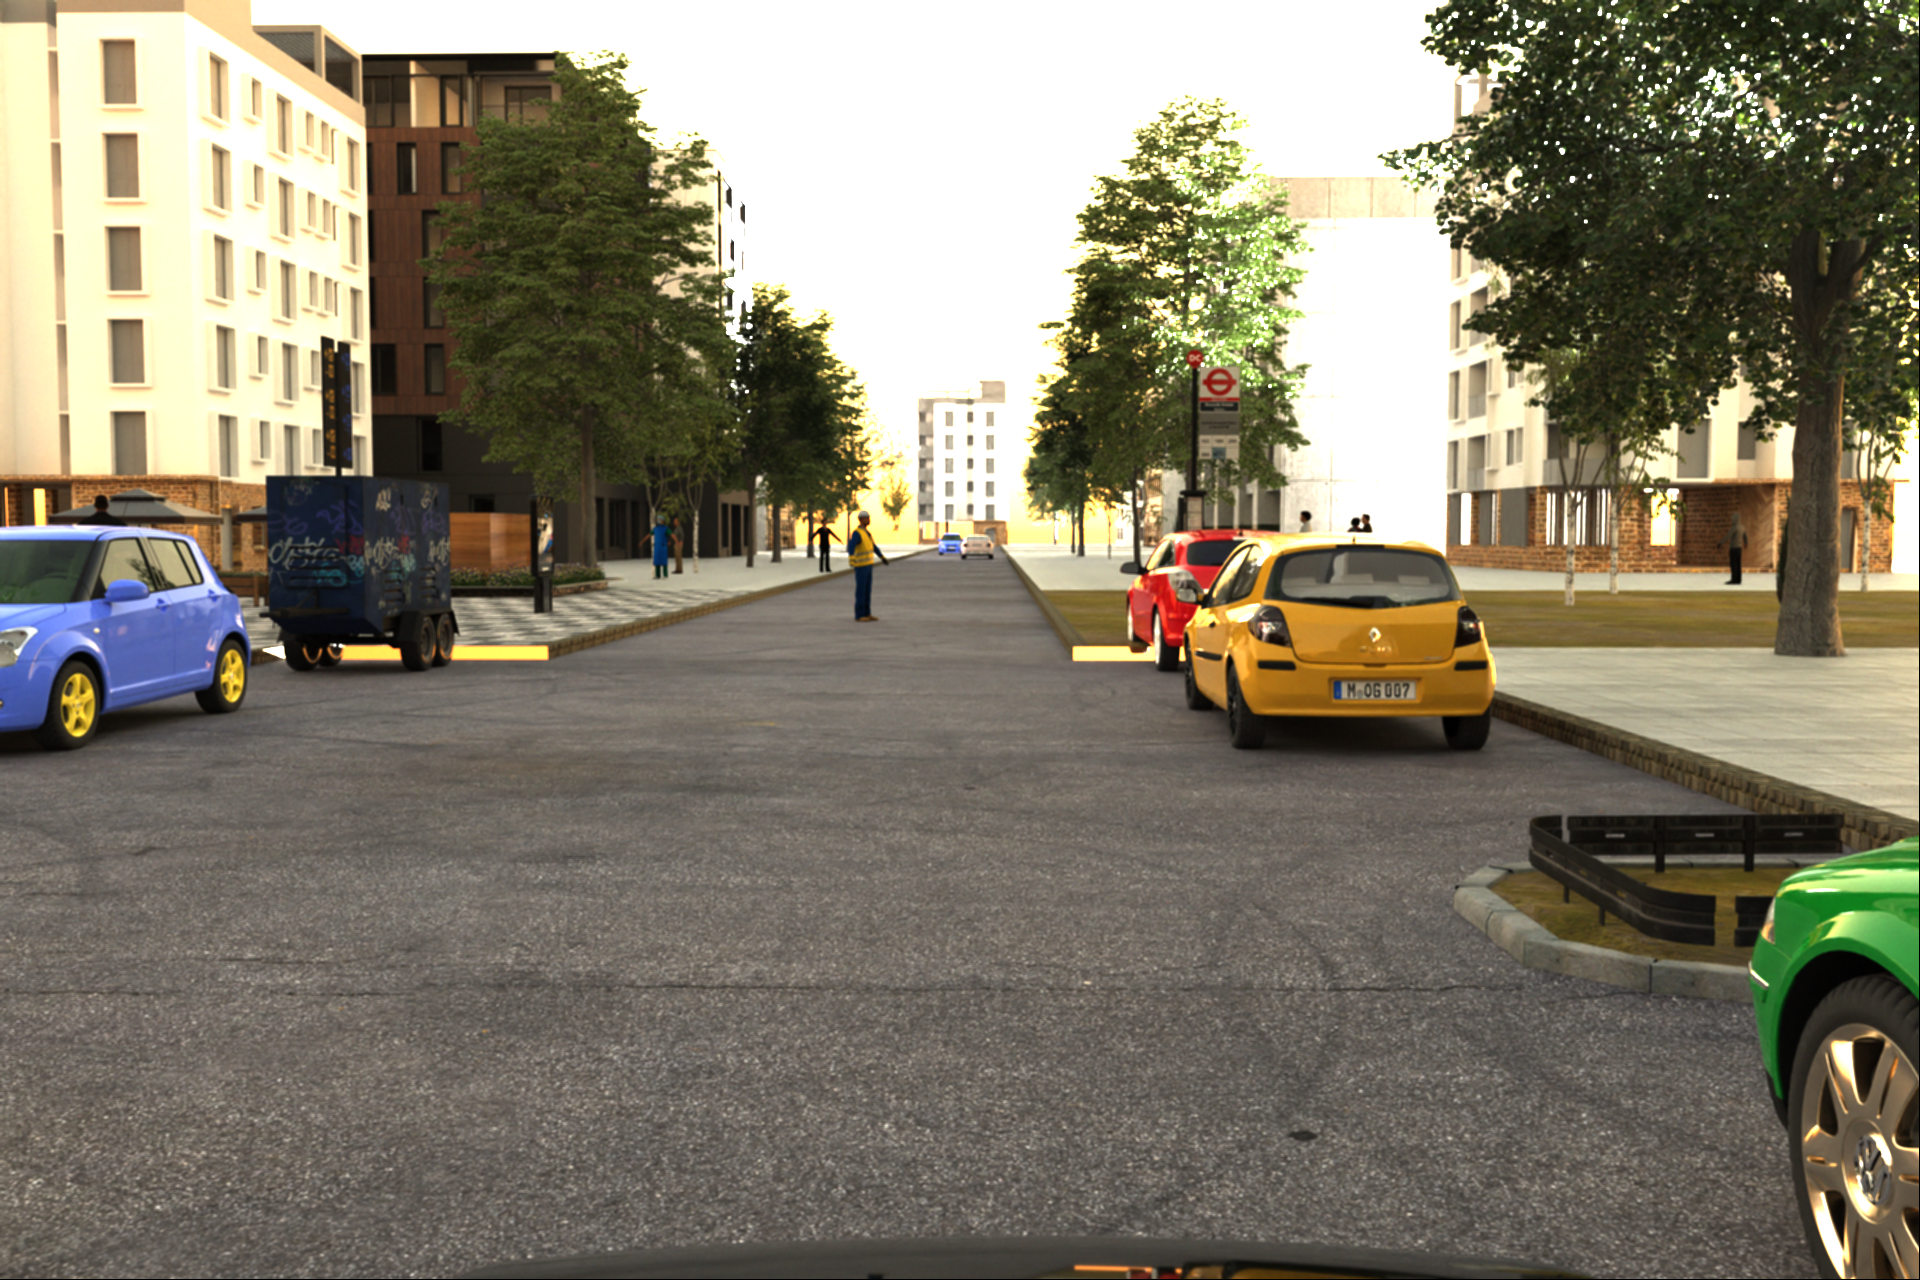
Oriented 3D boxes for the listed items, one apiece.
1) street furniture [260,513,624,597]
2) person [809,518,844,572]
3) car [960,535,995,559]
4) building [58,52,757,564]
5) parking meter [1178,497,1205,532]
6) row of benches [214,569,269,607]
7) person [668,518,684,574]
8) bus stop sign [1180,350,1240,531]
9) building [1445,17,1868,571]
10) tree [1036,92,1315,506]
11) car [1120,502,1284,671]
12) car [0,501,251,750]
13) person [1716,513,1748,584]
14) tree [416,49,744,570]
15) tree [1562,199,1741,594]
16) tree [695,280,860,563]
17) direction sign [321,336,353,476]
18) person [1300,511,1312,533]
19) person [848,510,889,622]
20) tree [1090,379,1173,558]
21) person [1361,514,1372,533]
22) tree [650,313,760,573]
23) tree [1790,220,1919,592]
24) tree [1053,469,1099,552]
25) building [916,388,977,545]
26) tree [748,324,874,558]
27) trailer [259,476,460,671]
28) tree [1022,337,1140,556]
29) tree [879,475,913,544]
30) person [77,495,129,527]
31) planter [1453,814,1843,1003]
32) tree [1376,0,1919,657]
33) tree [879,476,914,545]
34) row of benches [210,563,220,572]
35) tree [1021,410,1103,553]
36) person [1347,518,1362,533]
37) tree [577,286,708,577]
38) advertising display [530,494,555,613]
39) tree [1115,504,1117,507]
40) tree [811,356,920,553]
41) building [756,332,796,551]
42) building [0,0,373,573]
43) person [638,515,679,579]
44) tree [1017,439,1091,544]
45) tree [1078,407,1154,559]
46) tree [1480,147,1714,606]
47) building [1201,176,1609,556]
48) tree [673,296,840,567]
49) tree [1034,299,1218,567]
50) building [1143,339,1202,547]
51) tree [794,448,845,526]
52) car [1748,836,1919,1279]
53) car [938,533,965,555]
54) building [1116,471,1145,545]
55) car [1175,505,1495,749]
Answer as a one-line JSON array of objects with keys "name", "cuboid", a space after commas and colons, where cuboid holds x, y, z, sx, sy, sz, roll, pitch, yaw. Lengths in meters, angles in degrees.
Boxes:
[{"name": "street furniture", "cuboid": [-11.094, -1.856, 37.205, 11.010, 1.723, 9.812, 0, 4, 0]}, {"name": "person", "cuboid": [-4.551, -3.196, 58.440, 1.347, 1.806, 0.705, -2, 4, -34]}, {"name": "car", "cuboid": [1.009, -5.383, 100.369, 2.083, 1.381, 4.827, 0, 4, 1]}, {"name": "building", "cuboid": [-26.911, -15.073, 90.417, 27.936, 21.610, 32.646, 0, 4, 2]}, {"name": "parking meter", "cuboid": [3.667, -1.332, 27.493, 0.399, 1.863, 0.255, 0, 4, 0]}, {"name": "row of benches", "cuboid": [-12.782, -0.929, 30.657, 4.104, 0.672, 1.422, 0, 4, -4]}, {"name": "person", "cuboid": [-9.165, -3.051, 56.148, 0.705, 1.796, 1.348, -2, 4, -27]}, {"name": "bus stop sign", "cuboid": [3.622, -2.231, 25.184, 0.855, 3.939, 0.416, 0, 4, 2]}, {"name": "building", "cuboid": [25.117, -13.036, 69.559, 16.016, 20.090, 11.380, 0, 4, 1]}, {"name": "tree", "cuboid": [5.742, -7.784, 45.399, 7.486, 12.596, 7.792, 0, 3, 0]}, {"name": "car", "cuboid": [2.934, -0.645, 19.580, 2.155, 1.783, 4.494, 0, 4, 0]}, {"name": "car", "cuboid": [-6.677, -0.185, 12.614, 1.945, 1.707, 3.694, 0, 4, 1]}, {"name": "person", "cuboid": [19.799, -2.333, 44.272, 1.348, 1.813, 0.705, -3, 4, -36]}, {"name": "tree", "cuboid": [-8.835, -7.499, 40.740, 7.486, 12.596, 7.792, 0, 3, 0]}, {"name": "tree", "cuboid": [14.159, -5.286, 36.781, 4.737, 8.622, 4.395, 0, 3, 0]}, {"name": "tree", "cuboid": [-8.407, -9.796, 78.299, 7.486, 12.596, 7.792, 0, 3, 0]}, {"name": "direction sign", "cuboid": [-7.280, -1.732, 20.308, 0.379, 3.537, 0.876, 0, 3, 0]}, {"name": "person", "cuboid": [7.905, -2.056, 39.802, 0.705, 1.806, 1.347, 1, 4, 14]}, {"name": "person", "cuboid": [-1.556, -1.227, 28.493, 0.705, 1.833, 1.349, 1, 4, 23]}, {"name": "tree", "cuboid": [7.538, -7.405, 71.442, 4.360, 8.622, 3.978, 0, 3, 0]}, {"name": "person", "cuboid": [10.657, -2.415, 45.629, 0.704, 1.812, 1.346, 1, 4, 10]}, {"name": "tree", "cuboid": [-8.708, -6.529, 57.116, 4.737, 8.622, 4.395, 0, 3, 0]}, {"name": "tree", "cuboid": [20.355, -5.372, 38.194, 4.737, 8.622, 4.395, 0, 3, 0]}, {"name": "tree", "cuboid": [8.492, -10.630, 124.169, 4.737, 8.622, 4.395, 0, 3, 0]}, {"name": "building", "cuboid": [-4.968, -21.843, 216.006, 11.380, 20.090, 16.016, 0, 4, -8]}, {"name": "tree", "cuboid": [-8.554, -10.759, 94.043, 7.486, 12.596, 7.792, 0, 3, 0]}, {"name": "trailer", "cuboid": [-6.291, -0.652, 17.708, 1.471, 1.999, 3.904, 0, 4, 1]}, {"name": "tree", "cuboid": [7.189, -11.105, 99.689, 7.486, 12.596, 7.792, 0, 3, 0]}, {"name": "tree", "cuboid": [-7.980, -16.253, 216.095, 4.737, 8.622, 4.395, 0, 3, 0]}, {"name": "person", "cuboid": [-11.437, -1.033, 23.117, 1.346, 1.802, 0.704, -2, 4, -25]}, {"name": "planter", "cuboid": [2.872, 0.913, 6.211, 1.991, 0.319, 1.994, 0, 4, 1]}, {"name": "tree", "cuboid": [8.971, -6.816, 18.091, 9.857, 13.997, 8.962, 0, 3, 0]}, {"name": "tree", "cuboid": [-7.796, -15.975, 211.555, 4.737, 8.622, 4.395, 0, 3, 0]}, {"name": "row of benches", "cuboid": [-18.936, -1.483, 39.710, 4.104, 0.672, 1.422, 1, 4, 15]}, {"name": "tree", "cuboid": [7.319, -11.090, 115.729, 7.601, 10.594, 8.767, -3, 4, -36]}, {"name": "person", "cuboid": [13.196, -3.152, 57.675, 1.345, 1.843, 0.704, 3, 5, 42]}, {"name": "tree", "cuboid": [-8.958, -6.167, 51.196, 4.360, 8.622, 3.978, 0, 3, 0]}, {"name": "advertising display", "cuboid": [-6.841, -1.417, 28.390, 0.123, 1.923, 0.974, 0, 4, 2]}, {"name": "tree", "cuboid": [22.620, -17.085, 213.750, 7.601, 10.594, 8.767, 0, 4, -1]}, {"name": "tree", "cuboid": [-7.591, -12.757, 118.939, 12.009, 13.543, 11.850, 0, 3, 0]}, {"name": "building", "cuboid": [-23.872, -19.046, 142.334, 19.493, 23.208, 18.063, 0, 4, 1]}, {"name": "building", "cuboid": [-28.403, -12.154, 55.144, 16.016, 20.090, 11.380, 0, 4, 1]}, {"name": "person", "cuboid": [-8.494, -2.627, 49.081, 1.347, 1.817, 0.704, 1, 4, 23]}, {"name": "tree", "cuboid": [11.956, -18.913, 215.876, 9.857, 13.997, 8.962, 0, 3, 0]}, {"name": "tree", "cuboid": [7.470, -8.402, 87.731, 4.360, 8.622, 3.978, 0, 3, 0]}, {"name": "tree", "cuboid": [10.947, -4.937, 31.088, 4.360, 8.622, 3.978, 0, 3, 0]}, {"name": "building", "cuboid": [23.401, -13.930, 94.215, 16.747, 18.905, 31.486, 0, 4, 1]}, {"name": "tree", "cuboid": [-7.877, -8.113, 67.054, 7.601, 10.594, 8.767, -3, 5, -43]}, {"name": "tree", "cuboid": [6.178, -7.871, 63.096, 7.601, 10.594, 8.767, 0, 4, 0]}, {"name": "building", "cuboid": [28.088, -20.671, 168.906, 19.493, 23.208, 18.063, 0, 4, 1]}, {"name": "tree", "cuboid": [-18.136, -18.646, 211.514, 9.857, 13.997, 8.962, 0, 3, 0]}, {"name": "car", "cuboid": [2.439, 0.441, 1.588, 1.959, 1.807, 4.718, 0, 3, 0]}, {"name": "car", "cuboid": [-0.560, -6.661, 118.495, 1.945, 1.707, 3.694, 0, 4, 1]}, {"name": "building", "cuboid": [22.875, -15.416, 194.190, 9.099, 9.664, 28.070, 0, 4, 1]}, {"name": "car", "cuboid": [2.681, -0.168, 12.970, 2.015, 1.641, 3.980, 0, 4, 1]}]
